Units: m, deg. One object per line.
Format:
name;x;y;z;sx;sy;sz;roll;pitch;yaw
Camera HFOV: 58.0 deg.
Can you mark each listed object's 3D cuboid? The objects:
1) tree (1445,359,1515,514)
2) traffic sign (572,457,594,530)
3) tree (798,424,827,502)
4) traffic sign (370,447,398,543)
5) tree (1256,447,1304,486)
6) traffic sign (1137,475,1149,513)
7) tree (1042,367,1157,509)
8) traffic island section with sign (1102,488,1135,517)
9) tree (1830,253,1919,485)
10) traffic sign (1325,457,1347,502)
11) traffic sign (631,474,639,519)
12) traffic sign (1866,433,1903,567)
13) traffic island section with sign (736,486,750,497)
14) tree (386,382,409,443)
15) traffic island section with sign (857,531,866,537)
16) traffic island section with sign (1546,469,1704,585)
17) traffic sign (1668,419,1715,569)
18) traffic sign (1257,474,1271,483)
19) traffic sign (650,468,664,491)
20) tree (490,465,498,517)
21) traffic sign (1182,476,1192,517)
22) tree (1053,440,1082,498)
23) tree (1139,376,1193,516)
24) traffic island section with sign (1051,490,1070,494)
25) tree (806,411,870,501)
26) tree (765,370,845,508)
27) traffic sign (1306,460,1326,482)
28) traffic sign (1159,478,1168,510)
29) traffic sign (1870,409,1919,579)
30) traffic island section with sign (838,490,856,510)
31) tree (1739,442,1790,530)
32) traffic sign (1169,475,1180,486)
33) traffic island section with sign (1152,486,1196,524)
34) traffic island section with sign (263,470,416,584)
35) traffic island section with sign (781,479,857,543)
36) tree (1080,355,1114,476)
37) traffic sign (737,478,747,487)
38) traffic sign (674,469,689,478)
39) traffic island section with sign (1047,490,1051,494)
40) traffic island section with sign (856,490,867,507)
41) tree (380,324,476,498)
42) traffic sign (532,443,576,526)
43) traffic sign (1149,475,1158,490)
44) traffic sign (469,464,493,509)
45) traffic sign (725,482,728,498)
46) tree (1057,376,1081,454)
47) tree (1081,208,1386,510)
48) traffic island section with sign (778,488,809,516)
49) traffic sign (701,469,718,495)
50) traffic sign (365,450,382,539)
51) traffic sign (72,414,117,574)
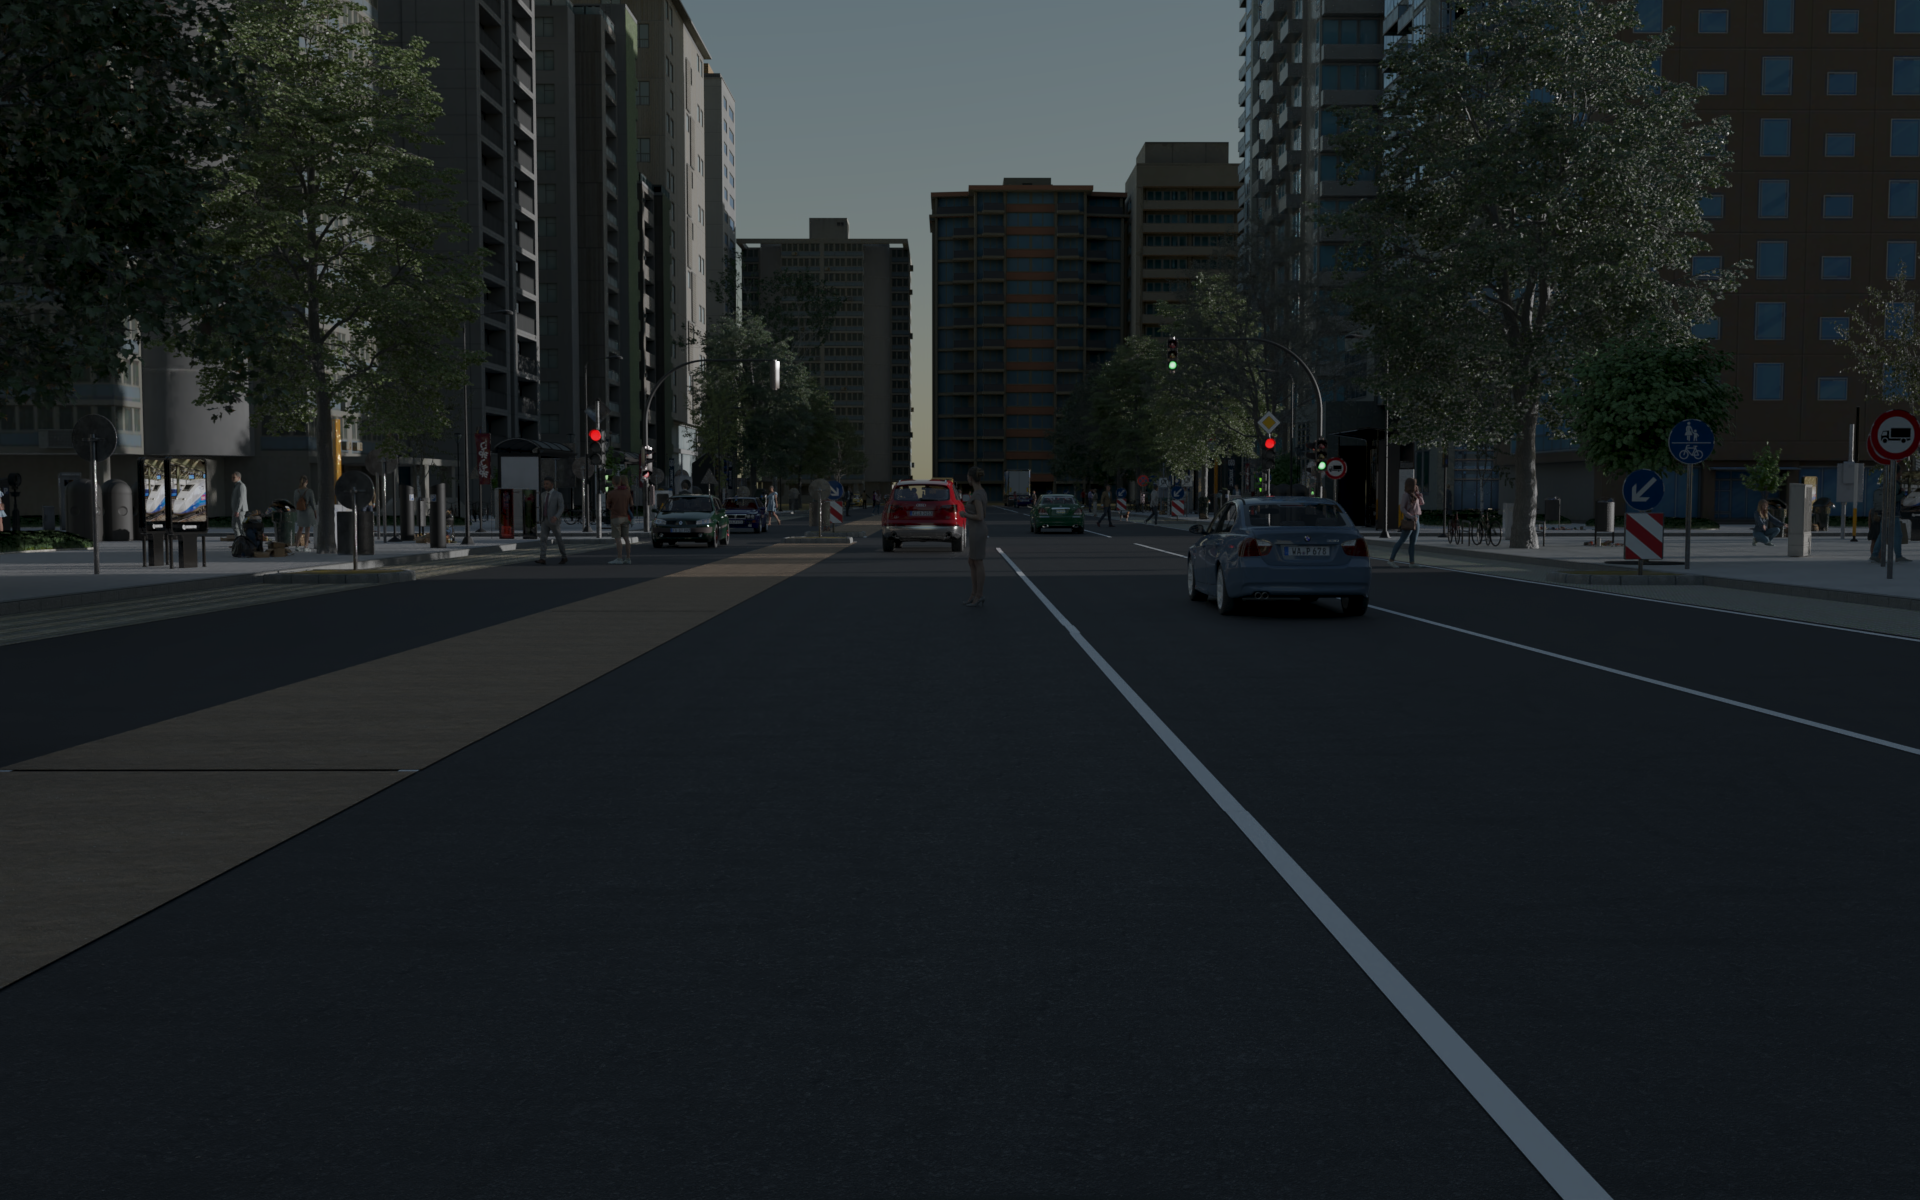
tree;23.365;-7.752;77.106;4.360;8.622;3.978;0;3;0
traffic sign;-12.883;-3.615;59.214;0.768;2.556;0.104;0;4;2
tree;-14.621;-13.567;172.184;4.737;8.622;4.395;0;3;0
traffic sign;-15.102;-2.771;45.416;0.768;2.556;0.104;0;4;8
tree;22.276;-8.361;120.418;4.285;4.588;4.351;0;3;0
traffic sign;12.247;-7.080;115.863;0.768;2.556;0.104;0;4;6
tree;12.716;-14.350;151.626;9.611;12.733;9.660;0;3;0
traffic island section with sign;10.107;-6.227;110.432;1.989;1.847;2.006;0;4;0
tree;24.129;-5.648;42.715;4.360;8.622;3.978;0;3;0
traffic sign;12.956;-3.655;59.865;0.768;2.556;0.104;0;4;2
traffic sign;-16.692;-5.343;89.486;0.606;2.300;0.079;0;4;7
traffic sign;16.299;-1.859;30.503;0.768;2.556;0.104;0;4;1
traffic island section with sign;-10.451;-4.589;83.660;1.989;1.847;2.006;0;4;0
tree;-34.038;-9.118;99.438;4.737;8.622;4.395;0;3;0
traffic island section with sign;-4.205;-3.063;58.220;2.006;1.907;1.989;0;4;0
traffic island section with sign;10.627;-1.184;27.992;1.989;1.847;2.006;0;4;0
traffic sign;12.405;-1.796;29.469;0.768;2.556;0.104;0;4;3
traffic sign;16.720;-5.818;95.230;0.768;2.556;0.104;0;4;1
traffic sign;-15.022;-5.239;85.756;0.768;2.556;0.104;0;4;3
tree;-26.201;-6.396;99.184;1.663;3.219;1.824;0;3;0
traffic sign;12.620;-5.760;96.309;0.606;2.300;0.079;0;4;8
tree;11.598;-13.867;177.089;4.737;8.622;4.395;0;3;0
tree;12.314;-9.263;101.813;4.737;8.622;4.395;0;3;0
traffic island section with sign;9.771;-9.353;161.546;1.989;1.847;2.006;0;4;0
tree;-14.146;-16.541;204.861;7.601;10.594;8.767;-1;4;-14
tree;-13.955;-14.470;154.703;7.486;12.596;7.792;0;3;0
traffic sign;13.101;-3.894;63.773;0.768;2.556;0.104;0;4;6
traffic sign;12.826;-6.545;109.135;0.606;2.300;0.079;0;4;0
traffic sign;14.049;-1.590;26.096;0.768;2.556;0.104;0;4;1
traffic island section with sign;-10.950;-9.317;160.961;1.989;1.847;2.006;0;4;0
tree;29.211;-4.153;62.505;1.663;3.219;1.824;0;3;0
traffic sign;13.525;-6.694;109.552;0.768;2.556;0.104;0;4;6
traffic island section with sign;10.283;-4.578;83.478;1.989;1.847;2.006;0;4;0
traffic island section with sign;-10.081;-1.211;28.428;1.989;1.847;2.006;0;4;0
traffic island section with sign;-4.167;-2.610;50.813;2.006;1.907;1.989;0;4;0
tree;12.330;-12.560;123.485;7.486;12.596;7.792;0;3;0
traffic sign;-13.588;-6.465;107.836;0.606;2.300;0.079;0;4;3
traffic sign;-14.284;-5.433;88.941;0.768;2.556;0.104;0;4;2
traffic island section with sign;9.599;-11.001;188.500;1.989;1.847;2.006;0;4;0
traffic island section with sign;-11.123;-10.986;188.253;1.989;1.847;2.006;0;4;0
tree;-22.959;-7.541;73.654;4.360;8.622;3.978;0;3;0
traffic sign;-16.468;-4.608;69.212;2.265;3.308;0.079;0;4;4
traffic sign;13.129;-7.168;117.305;0.768;2.556;0.104;0;4;2
traffic sign;-16.817;-3.717;60.780;0.884;2.594;0.081;0;4;5
traffic sign;-15.082;-6.837;111.892;0.768;2.556;0.104;0;4;8
tree;12.825;-13.958;138.586;12.009;13.543;11.850;0;3;0
tree;13.030;-9.998;73.834;12.009;13.543;11.850;0;3;0
traffic island section with sign;-10.623;-6.272;111.178;1.989;1.847;2.006;0;4;0
traffic sign;-12.682;-5.356;87.572;0.884;2.594;0.081;0;4;1
traffic sign;-16.448;-2.986;48.929;0.768;2.556;0.104;1;4;8
traffic sign;-13.814;-1.684;27.641;0.768;2.556;0.104;0;4;6
